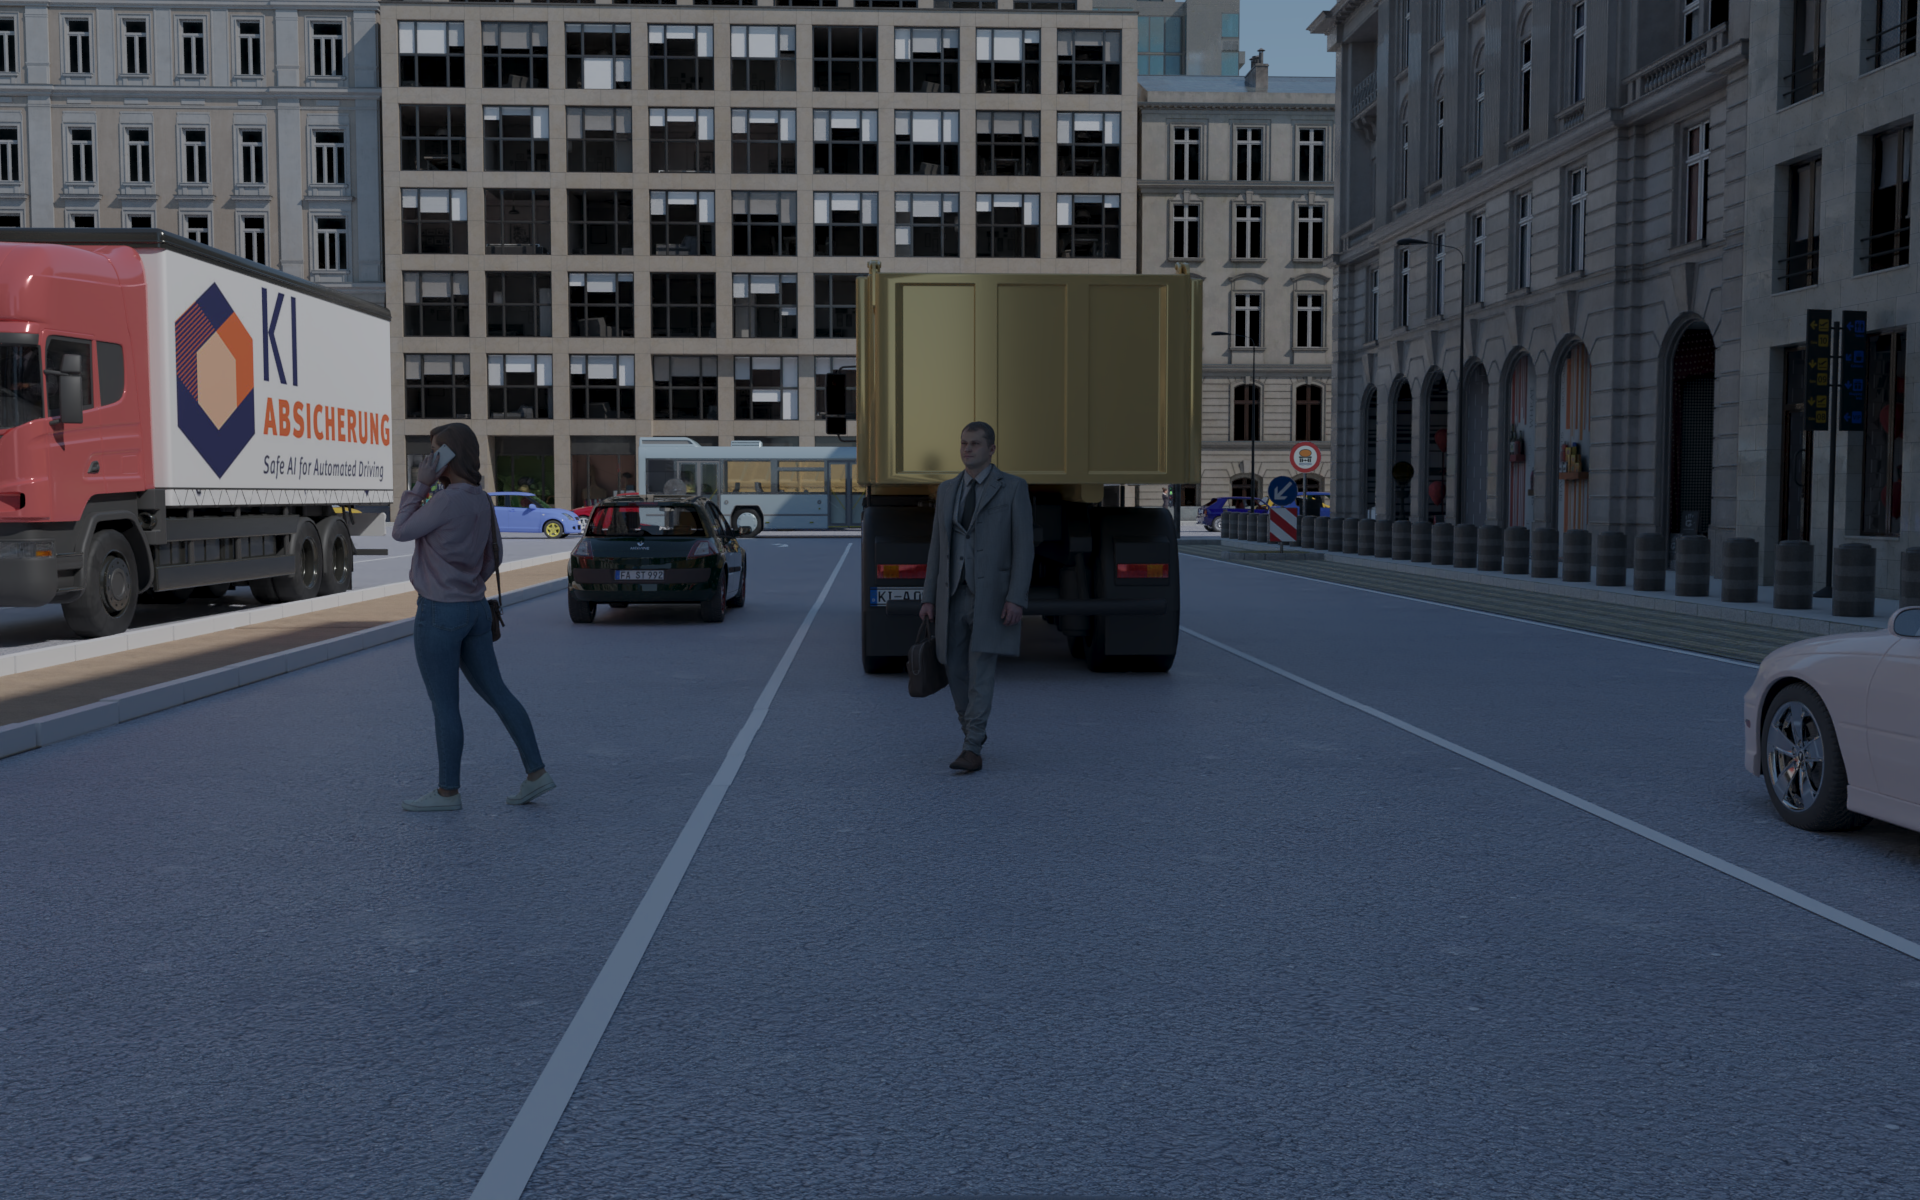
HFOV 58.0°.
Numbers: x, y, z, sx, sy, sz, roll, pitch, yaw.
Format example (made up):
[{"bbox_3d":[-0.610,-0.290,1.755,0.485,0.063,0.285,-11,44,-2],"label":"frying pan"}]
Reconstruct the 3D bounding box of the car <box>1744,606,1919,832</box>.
[{"bbox_3d":[4.534,0.390,5.978,2.083,1.381,4.827,0,4,-2],"label":"car"}]

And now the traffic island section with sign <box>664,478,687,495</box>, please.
[{"bbox_3d":[-8.200,-2.523,49.392,2.006,1.907,1.989,0,4,-3],"label":"traffic island section with sign"}]

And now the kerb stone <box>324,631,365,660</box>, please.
[{"bbox_3d":[-5.528,0.417,15.416,0.120,0.150,1.000,0,4,-3],"label":"kerb stone"}]

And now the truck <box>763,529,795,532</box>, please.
[{"bbox_3d":[-4.363,-4.372,67.407,9.791,3.379,3.469,0,4,-1],"label":"truck"}]

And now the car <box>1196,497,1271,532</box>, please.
[{"bbox_3d":[11.000,-3.253,65.764,3.894,1.354,1.945,0,4,-4],"label":"car"}]

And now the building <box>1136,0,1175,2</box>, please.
[{"bbox_3d":[12.448,-46.397,196.845,20.563,71.187,20.611,0,4,-3],"label":"building"}]

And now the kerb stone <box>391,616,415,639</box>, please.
[{"bbox_3d":[-5.631,0.289,17.467,0.120,0.150,1.000,0,4,-3],"label":"kerb stone"}]

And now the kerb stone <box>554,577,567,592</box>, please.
[{"bbox_3d":[-6.019,-0.213,25.694,0.120,0.150,1.000,0,4,-3],"label":"kerb stone"}]

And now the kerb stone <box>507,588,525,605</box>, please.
[{"bbox_3d":[-5.877,-0.024,22.609,0.120,0.150,1.000,0,4,-3],"label":"kerb stone"}]

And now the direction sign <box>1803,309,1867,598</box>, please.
[{"bbox_3d":[10.784,-1.798,21.400,0.876,3.537,0.379,-1,4,-16],"label":"direction sign"}]

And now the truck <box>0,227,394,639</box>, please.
[{"bbox_3d":[-9.641,-1.935,20.551,2.839,4.237,11.283,0,4,-1],"label":"truck"}]

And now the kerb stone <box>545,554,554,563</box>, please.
[{"bbox_3d":[-8.616,-0.836,35.860,0.120,0.150,1.000,0,4,-3],"label":"kerb stone"}]

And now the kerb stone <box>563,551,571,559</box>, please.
[{"bbox_3d":[-8.710,-0.960,37.912,0.120,0.150,1.000,0,4,-3],"label":"kerb stone"}]

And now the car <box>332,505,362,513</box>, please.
[{"bbox_3d":[-24.083,-3.303,64.233,3.980,1.641,2.015,0,4,-1],"label":"car"}]

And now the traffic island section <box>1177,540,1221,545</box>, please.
[{"bbox_3d":[6.253,-1.686,49.839,2.009,0.180,2.903,0,4,-3],"label":"traffic island section"}]

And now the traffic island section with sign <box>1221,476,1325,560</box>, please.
[{"bbox_3d":[6.823,-1.805,38.143,1.989,1.847,2.006,0,4,-3],"label":"traffic island section with sign"}]

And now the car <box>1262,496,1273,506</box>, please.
[{"bbox_3d":[13.637,-3.593,68.971,3.980,1.641,2.015,0,4,-3],"label":"car"}]

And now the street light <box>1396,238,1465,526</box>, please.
[{"bbox_3d":[8.615,-3.614,31.636,1.470,5.913,1.316,0,4,-3],"label":"street light"}]

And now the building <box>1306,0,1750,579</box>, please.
[{"bbox_3d":[16.789,-11.926,36.789,13.314,21.916,24.055,0,4,-3],"label":"building"}]

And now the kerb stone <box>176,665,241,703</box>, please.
[{"bbox_3d":[-5.387,0.605,12.339,0.120,0.150,1.000,0,4,-3],"label":"kerb stone"}]

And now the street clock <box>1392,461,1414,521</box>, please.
[{"bbox_3d":[9.697,-2.042,37.962,0.471,2.002,0.358,1,4,17],"label":"street clock"}]

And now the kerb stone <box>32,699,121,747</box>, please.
[{"bbox_3d":[-5.277,0.739,10.286,0.120,0.150,1.000,0,4,-3],"label":"kerb stone"}]

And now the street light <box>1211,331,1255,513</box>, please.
[{"bbox_3d":[7.861,-4.714,49.611,1.470,5.913,1.316,0,4,-3],"label":"street light"}]

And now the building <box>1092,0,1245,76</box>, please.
[{"bbox_3d":[15.046,-33.777,171.855,23.786,49.044,30.456,0,4,-3],"label":"building"}]

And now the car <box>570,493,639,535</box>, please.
[{"bbox_3d":[-11.872,-3.197,61.319,4.494,1.783,2.155,0,4,-2],"label":"car"}]

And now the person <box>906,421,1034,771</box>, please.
[{"bbox_3d":[0.043,-0.031,9.111,0.694,1.812,0.767,2,4,28],"label":"person"}]

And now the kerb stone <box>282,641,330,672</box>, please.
[{"bbox_3d":[-5.479,0.477,14.391,0.120,0.150,1.000,0,4,-3],"label":"kerb stone"}]

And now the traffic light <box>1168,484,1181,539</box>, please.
[{"bbox_3d":[4.127,-4.576,49.483,4.771,5.953,1.251,0,4,-3],"label":"traffic light"}]

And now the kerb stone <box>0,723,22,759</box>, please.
[{"bbox_3d":[-5.245,0.798,9.259,0.120,0.150,1.000,0,4,-3],"label":"kerb stone"}]

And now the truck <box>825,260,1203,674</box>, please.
[{"bbox_3d":[0.275,-1.319,17.487,3.469,3.379,9.791,0,4,-3],"label":"truck"}]

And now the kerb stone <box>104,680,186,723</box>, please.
[{"bbox_3d":[-5.333,0.666,11.311,0.120,0.150,1.000,0,4,-3],"label":"kerb stone"}]

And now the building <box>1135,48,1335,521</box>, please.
[{"bbox_3d":[25.164,-16.421,87.562,34.723,24.649,14.460,0,4,-3],"label":"building"}]

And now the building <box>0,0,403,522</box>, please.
[{"bbox_3d":[-36.356,-18.288,84.906,20.117,28.700,13.634,0,4,-3],"label":"building"}]

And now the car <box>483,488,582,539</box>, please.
[{"bbox_3d":[-14.111,-2.833,55.909,3.694,1.707,1.945,0,4,-3],"label":"car"}]

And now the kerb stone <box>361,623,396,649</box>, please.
[{"bbox_3d":[-5.576,0.352,16.440,0.120,0.150,1.000,0,4,-3],"label":"kerb stone"}]

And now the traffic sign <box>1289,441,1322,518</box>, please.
[{"bbox_3d":[8.321,-2.550,41.804,0.768,2.556,0.104,0,4,7],"label":"traffic sign"}]

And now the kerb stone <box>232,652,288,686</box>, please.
[{"bbox_3d":[-5.437,0.540,13.364,0.120,0.150,1.000,0,4,-3],"label":"kerb stone"}]

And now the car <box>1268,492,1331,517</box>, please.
[{"bbox_3d":[11.602,-2.779,55.031,3.694,1.707,1.945,0,4,-2],"label":"car"}]

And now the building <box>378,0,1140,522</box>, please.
[{"bbox_3d":[-9.347,-17.354,88.247,34.151,26.468,19.350,0,4,-3],"label":"building"}]

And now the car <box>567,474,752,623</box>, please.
[{"bbox_3d":[-3.534,-0.666,20.670,2.009,1.686,4.222,0,4,-2],"label":"car"}]

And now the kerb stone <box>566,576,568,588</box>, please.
[{"bbox_3d":[-6.073,-0.273,26.719,0.120,0.150,1.000,0,4,-3],"label":"kerb stone"}]

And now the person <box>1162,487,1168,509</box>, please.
[{"bbox_3d":[9.042,-4.048,75.482,0.445,1.727,0.742,-2,4,-31],"label":"person"}]

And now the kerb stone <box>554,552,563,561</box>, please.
[{"bbox_3d":[-8.656,-0.897,36.885,0.120,0.150,1.000,0,4,-3],"label":"kerb stone"}]

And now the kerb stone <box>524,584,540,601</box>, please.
[{"bbox_3d":[-5.922,-0.088,23.636,0.120,0.150,1.000,0,4,-3],"label":"kerb stone"}]

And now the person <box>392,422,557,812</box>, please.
[{"bbox_3d":[-2.198,0.076,7.855,0.643,1.750,0.593,1,4,12],"label":"person"}]

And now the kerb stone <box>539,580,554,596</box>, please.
[{"bbox_3d":[-5.973,-0.151,24.661,0.120,0.150,1.000,0,4,-3],"label":"kerb stone"}]

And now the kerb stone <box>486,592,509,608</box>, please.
[{"bbox_3d":[-5.824,0.040,21.584,0.120,0.150,1.000,0,4,-3],"label":"kerb stone"}]

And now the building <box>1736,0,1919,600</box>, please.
[{"bbox_3d":[16.727,-9.872,16.156,10.420,20.320,16.860,0,4,-3],"label":"building"}]
